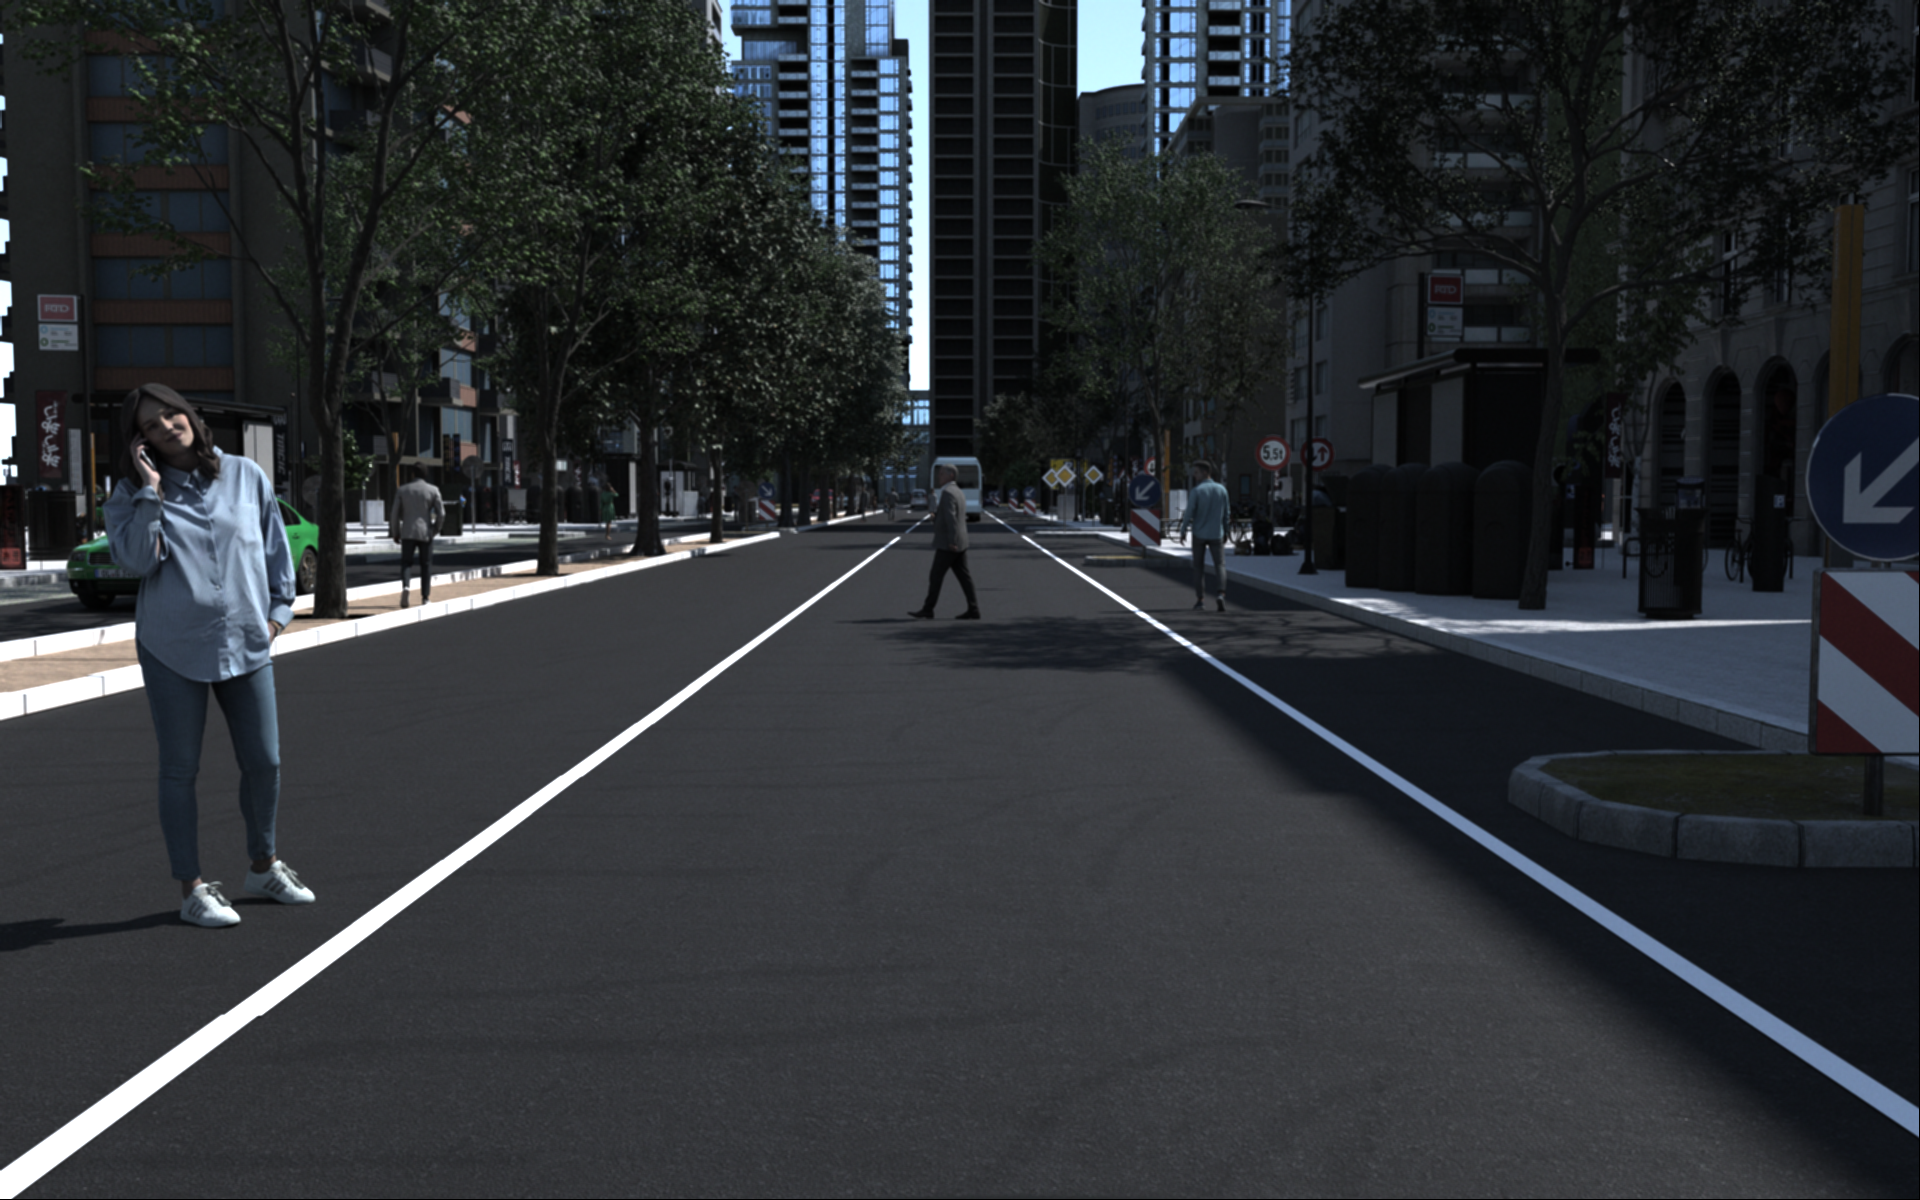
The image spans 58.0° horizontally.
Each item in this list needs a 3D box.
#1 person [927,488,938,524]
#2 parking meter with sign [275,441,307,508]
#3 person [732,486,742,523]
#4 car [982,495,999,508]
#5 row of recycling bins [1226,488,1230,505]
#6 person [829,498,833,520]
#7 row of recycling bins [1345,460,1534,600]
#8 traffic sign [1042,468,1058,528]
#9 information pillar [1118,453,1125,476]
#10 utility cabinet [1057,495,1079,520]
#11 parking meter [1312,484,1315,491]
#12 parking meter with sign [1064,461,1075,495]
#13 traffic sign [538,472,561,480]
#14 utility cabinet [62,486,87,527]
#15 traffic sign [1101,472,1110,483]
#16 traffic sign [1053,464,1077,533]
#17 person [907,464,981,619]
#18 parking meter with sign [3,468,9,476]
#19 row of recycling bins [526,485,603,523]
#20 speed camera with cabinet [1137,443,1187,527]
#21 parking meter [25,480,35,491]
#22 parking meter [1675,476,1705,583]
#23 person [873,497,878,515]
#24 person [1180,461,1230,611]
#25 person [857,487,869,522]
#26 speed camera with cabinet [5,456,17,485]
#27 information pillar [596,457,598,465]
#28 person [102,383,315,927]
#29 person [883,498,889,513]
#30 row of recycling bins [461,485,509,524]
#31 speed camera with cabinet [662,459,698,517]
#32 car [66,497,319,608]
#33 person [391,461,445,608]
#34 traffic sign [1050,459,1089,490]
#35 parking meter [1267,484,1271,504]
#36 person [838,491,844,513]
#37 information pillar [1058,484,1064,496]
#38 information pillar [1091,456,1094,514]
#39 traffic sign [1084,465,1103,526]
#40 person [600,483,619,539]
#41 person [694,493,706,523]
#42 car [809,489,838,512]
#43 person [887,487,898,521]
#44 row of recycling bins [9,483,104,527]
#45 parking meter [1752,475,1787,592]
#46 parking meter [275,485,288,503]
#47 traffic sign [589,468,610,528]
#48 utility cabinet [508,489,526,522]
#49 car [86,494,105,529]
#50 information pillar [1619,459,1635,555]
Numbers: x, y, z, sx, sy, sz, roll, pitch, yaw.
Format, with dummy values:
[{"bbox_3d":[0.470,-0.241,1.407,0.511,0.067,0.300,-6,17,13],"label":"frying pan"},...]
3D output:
[{"bbox_3d":[-1.303,-4.565,83.892,0.466,1.731,0.760,-3,5,-42],"label":"person"},{"bbox_3d":[-22.495,-3.722,57.116,1.738,3.016,0.543,-3,4,-36],"label":"parking meter with sign"},{"bbox_3d":[-11.122,-4.811,86.963,0.655,1.846,0.447,-1,4,-17],"label":"person"},{"bbox_3d":[3.180,-10.244,180.066,1.945,1.354,3.894,0,3,0],"label":"car"},{"bbox_3d":[15.480,-5.894,103.482,1.069,1.692,3.534,1,4,19],"label":"row of recycling bins"},{"bbox_3d":[-7.195,-4.979,94.926,0.505,1.210,0.382,1,4,13],"label":"person"},{"bbox_3d":[6.212,-0.946,22.573,1.069,1.692,3.534,-1,4,-21],"label":"row of recycling bins"},{"bbox_3d":[3.470,-3.781,65.464,0.795,2.450,0.064,0,3,0],"label":"traffic sign"},{"bbox_3d":[9.179,-6.536,98.224,0.504,3.616,0.183,3,4,36],"label":"information pillar"},{"bbox_3d":[5.340,-4.567,85.835,1.020,1.237,0.306,-1,4,-15],"label":"utility cabinet"},{"bbox_3d":[8.723,-2.059,42.084,0.372,1.533,0.369,0,3,0],"label":"parking meter"},{"bbox_3d":[5.769,-5.780,90.771,0.543,3.016,1.738,0,4,-1],"label":"parking meter with sign"},{"bbox_3d":[-13.618,-3.293,57.485,0.795,2.450,0.064,0,3,0],"label":"traffic sign"},{"bbox_3d":[-23.191,-2.245,45.390,0.318,1.500,1.173,-3,5,-40],"label":"utility cabinet"},{"bbox_3d":[8.222,-6.057,99.135,0.768,2.556,0.104,0,4,0],"label":"traffic sign"},{"bbox_3d":[3.476,-3.293,57.479,0.795,2.450,0.064,0,3,0],"label":"traffic sign"},{"bbox_3d":[-0.181,-0.668,19.818,0.834,1.777,0.661,0,4,5],"label":"person"},{"bbox_3d":[-63.930,-7.403,117.303,1.738,3.016,0.543,2,4,25],"label":"parking meter with sign"},{"bbox_3d":[-17.646,-4.306,77.516,3.534,1.692,1.069,-3,4,-36],"label":"row of recycling bins"},{"bbox_3d":[7.851,-4.458,67.217,2.038,3.252,0.660,3,5,44],"label":"speed camera with cabinet"},{"bbox_3d":[-39.520,-4.152,73.600,0.399,1.863,0.255,-2,4,-30],"label":"parking meter"},{"bbox_3d":[10.167,-0.962,24.148,0.372,1.533,0.369,0,3,0],"label":"parking meter"},{"bbox_3d":[-5.915,-6.597,121.027,0.373,1.253,0.362,0,4,7],"label":"person"},{"bbox_3d":[3.035,-0.794,21.348,0.638,1.841,0.748,0,4,-1],"label":"person"},{"bbox_3d":[-4.948,-4.874,88.295,0.694,1.812,0.767,3,5,41],"label":"person"},{"bbox_3d":[-48.997,-5.801,89.178,0.660,3.252,2.038,0,4,-7],"label":"speed camera with cabinet"},{"bbox_3d":[-22.718,-7.114,107.663,0.504,3.616,0.183,-1,4,-19],"label":"information pillar"},{"bbox_3d":[-2.515,0.180,5.821,0.793,1.790,0.793,1,4,20],"label":"person"},{"bbox_3d":[-5.350,-7.047,129.211,0.738,1.151,1.012,2,4,30],"label":"person"},{"bbox_3d":[-21.106,-4.170,75.288,1.069,1.692,3.534,2,4,31],"label":"row of recycling bins"},{"bbox_3d":[-15.996,-6.398,98.951,2.038,3.252,0.660,-3,4,-37],"label":"speed camera with cabinet"},{"bbox_3d":[-10.132,-0.882,23.210,1.959,1.807,4.718,0,4,1],"label":"car"},{"bbox_3d":[-6.837,-0.826,21.847,0.661,1.843,0.795,-1,4,-11],"label":"person"},{"bbox_3d":[6.278,-6.452,99.361,2.265,3.308,0.079,0,4,5],"label":"traffic sign"},{"bbox_3d":[18.628,-6.010,103.981,0.399,1.863,0.255,-1,4,-23],"label":"parking meter"},{"bbox_3d":[-8.992,-7.440,130.481,0.374,1.781,0.599,-2,4,-34],"label":"person"},{"bbox_3d":[5.503,-5.423,93.157,0.304,2.012,0.304,-2,4,-35],"label":"information pillar"},{"bbox_3d":[8.173,-7.084,107.174,0.183,3.616,0.504,0,4,-7],"label":"information pillar"},{"bbox_3d":[5.280,-4.118,68.522,0.795,2.450,0.064,0,4,4],"label":"traffic sign"},{"bbox_3d":[-11.157,-2.820,54.851,0.600,1.795,0.529,0,4,6],"label":"person"},{"bbox_3d":[-12.969,-4.608,86.435,0.523,1.515,0.503,3,4,36],"label":"person"},{"bbox_3d":[-10.894,-7.939,138.476,2.281,1.827,5.304,0,4,-2],"label":"car"},{"bbox_3d":[-3.646,-5.206,93.823,0.606,1.804,0.583,0,4,-3],"label":"person"},{"bbox_3d":[-35.441,-3.709,67.758,3.534,1.692,1.069,-1,4,-22],"label":"row of recycling bins"},{"bbox_3d":[10.644,-0.878,22.773,0.372,1.533,0.369,0,3,0],"label":"parking meter"},{"bbox_3d":[-19.581,-2.542,49.968,0.372,1.533,0.369,0,3,0],"label":"parking meter"},{"bbox_3d":[-13.625,-3.782,65.470,0.795,2.450,0.064,0,3,0],"label":"traffic sign"},{"bbox_3d":[-20.447,-4.318,79.276,1.173,1.500,0.318,-1,4,-11],"label":"utility cabinet"},{"bbox_3d":[-29.842,-3.194,61.023,4.718,1.807,1.959,0,4,-2],"label":"car"},{"bbox_3d":[14.103,-1.959,36.523,0.304,2.012,0.304,1,4,9],"label":"information pillar"}]
